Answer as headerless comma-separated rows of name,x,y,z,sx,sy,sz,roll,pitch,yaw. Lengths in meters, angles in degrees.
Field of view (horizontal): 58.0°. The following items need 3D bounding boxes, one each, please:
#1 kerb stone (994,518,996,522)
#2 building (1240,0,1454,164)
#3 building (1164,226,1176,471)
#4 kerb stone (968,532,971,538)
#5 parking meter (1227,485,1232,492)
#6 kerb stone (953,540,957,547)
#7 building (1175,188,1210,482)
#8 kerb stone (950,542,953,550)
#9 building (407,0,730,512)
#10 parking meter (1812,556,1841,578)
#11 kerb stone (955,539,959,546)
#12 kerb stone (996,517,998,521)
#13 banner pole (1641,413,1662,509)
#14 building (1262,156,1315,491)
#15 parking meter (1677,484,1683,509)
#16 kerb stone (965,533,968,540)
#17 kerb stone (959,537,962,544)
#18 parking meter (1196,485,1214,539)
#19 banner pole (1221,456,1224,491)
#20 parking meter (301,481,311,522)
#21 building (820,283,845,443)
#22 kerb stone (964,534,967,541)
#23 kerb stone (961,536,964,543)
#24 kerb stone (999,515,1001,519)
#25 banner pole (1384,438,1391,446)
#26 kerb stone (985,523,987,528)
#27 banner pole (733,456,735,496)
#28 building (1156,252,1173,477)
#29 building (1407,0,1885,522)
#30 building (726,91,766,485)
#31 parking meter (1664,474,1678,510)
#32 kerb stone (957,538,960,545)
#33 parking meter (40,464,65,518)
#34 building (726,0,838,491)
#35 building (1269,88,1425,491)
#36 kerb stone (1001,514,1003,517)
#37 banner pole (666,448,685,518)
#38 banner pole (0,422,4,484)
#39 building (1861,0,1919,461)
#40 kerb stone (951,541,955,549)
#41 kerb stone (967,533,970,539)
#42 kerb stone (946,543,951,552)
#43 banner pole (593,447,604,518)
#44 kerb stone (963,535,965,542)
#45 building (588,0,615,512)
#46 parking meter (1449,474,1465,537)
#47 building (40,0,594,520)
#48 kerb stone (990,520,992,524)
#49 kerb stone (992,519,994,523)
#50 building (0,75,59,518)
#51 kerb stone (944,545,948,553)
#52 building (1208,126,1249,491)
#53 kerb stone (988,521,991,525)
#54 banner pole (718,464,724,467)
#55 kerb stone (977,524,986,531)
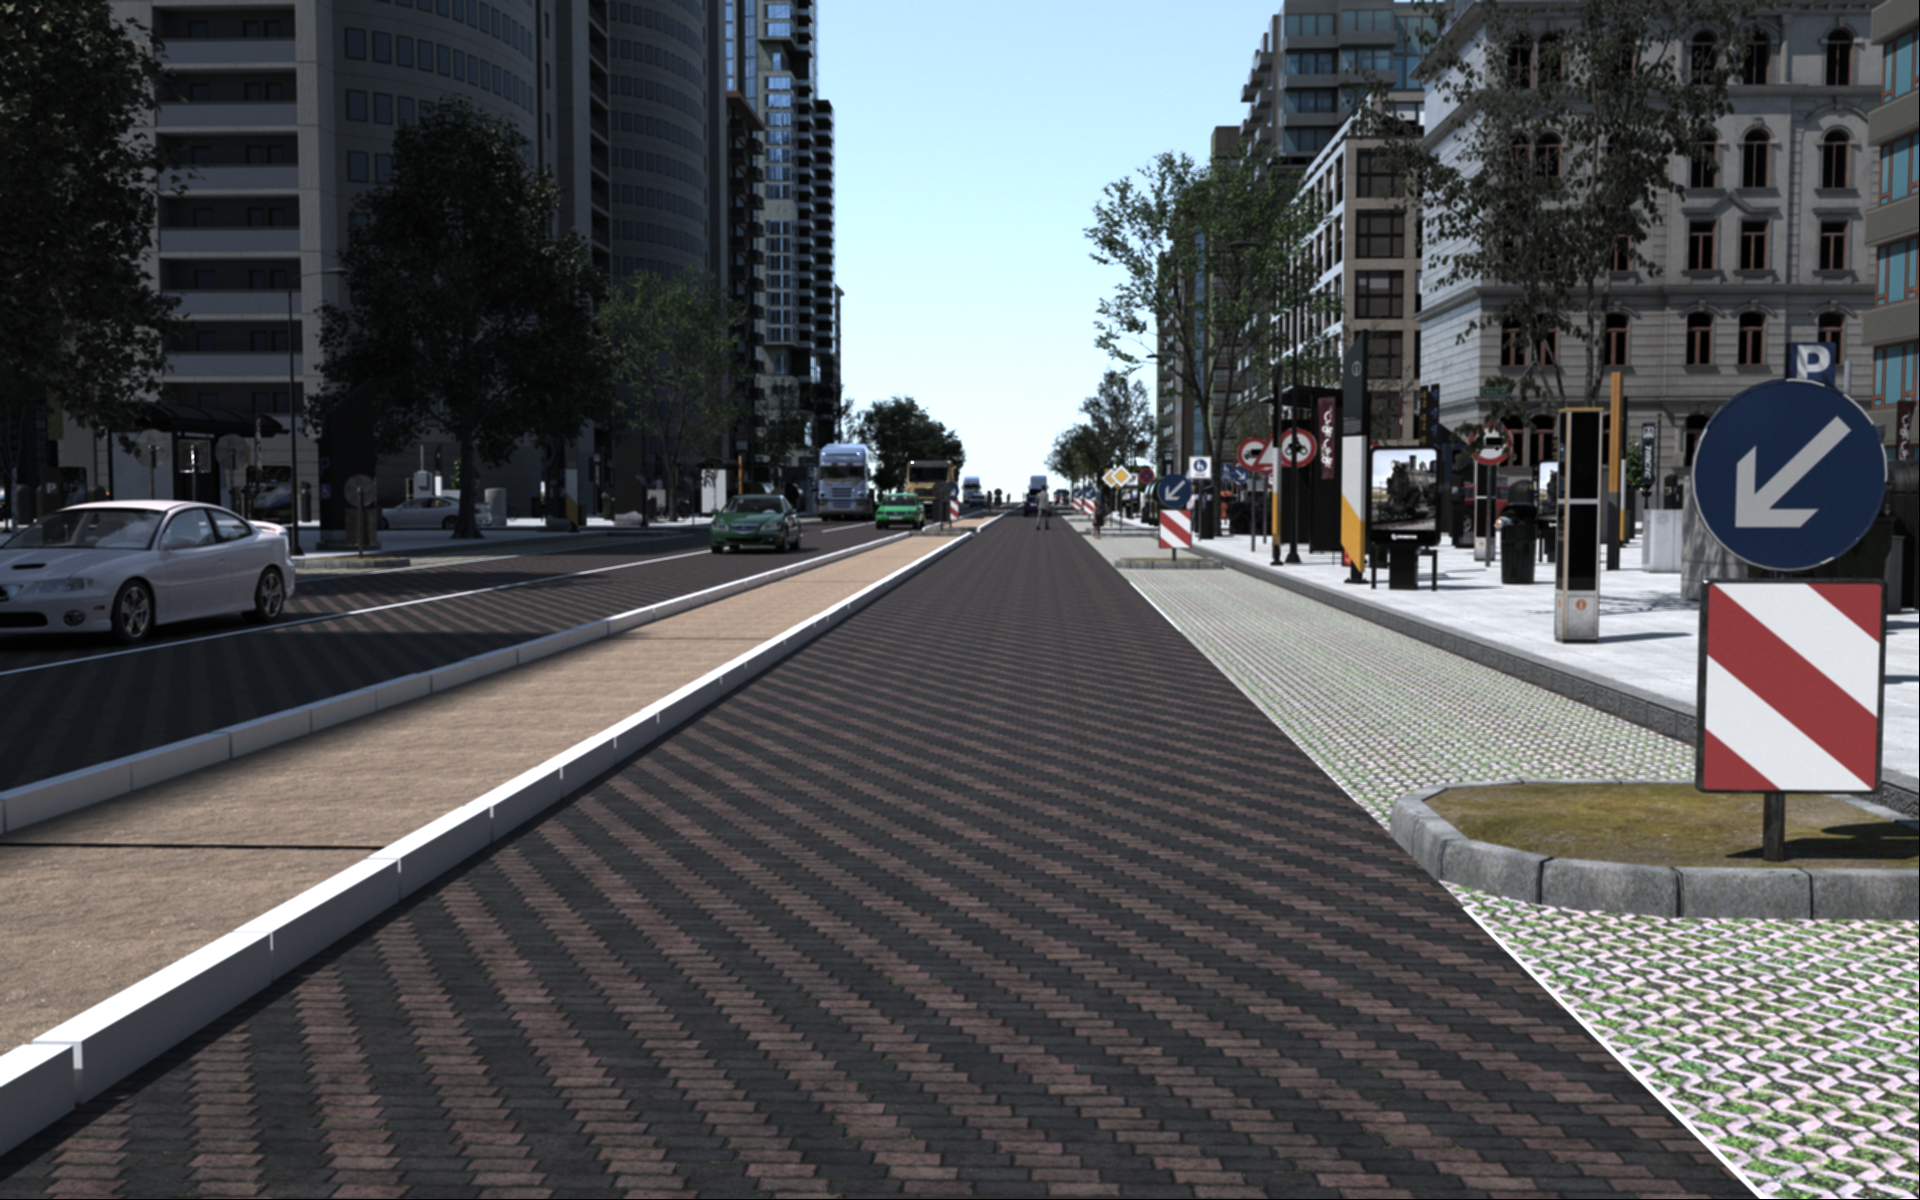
kerb stone,1.569,-3.838,84.945,0.120,0.150,1.000,0,4,3
building,39.791,-33.800,172.242,23.786,49.044,30.456,0,4,3
building,43.631,-39.743,269.413,23.786,49.044,30.456,0,4,3
kerb stone,0.193,-1.991,54.755,0.120,0.150,1.000,0,4,3
parking meter,16.266,-6.065,104.873,0.255,1.863,0.399,-3,5,-43
kerb stone,-0.227,-1.427,45.529,0.120,0.150,1.000,0,4,3
building,38.253,-36.518,247.172,14.600,45.320,14.200,0,4,3
kerb stone,-0.327,-1.301,43.481,0.120,0.150,1.000,0,4,3
building,-33.973,-37.597,156.706,21.231,58.520,28.212,0,4,3
parking meter,7.580,-0.422,15.305,0.372,1.533,0.369,0,3,0
kerb stone,-0.185,-1.490,46.550,0.120,0.150,1.000,0,4,3
kerb stone,1.711,-4.026,88.018,0.120,0.150,1.000,0,4,3
banner pole,21.355,-3.880,53.448,0.401,3.779,0.863,-2,4,-29
building,33.228,-23.179,150.680,14.160,30.474,14.107,0,4,3
parking meter,18.328,-2.166,43.822,0.372,1.533,0.369,0,3,0
kerb stone,0.099,-1.866,52.706,0.120,0.150,1.000,0,4,3
kerb stone,-0.085,-1.615,48.599,0.120,0.150,1.000,0,4,3
parking meter,7.018,-2.490,49.120,0.372,1.533,0.369,0,3,0
banner pole,17.100,-7.547,113.405,0.401,3.779,0.863,3,5,43
parking meter,-29.692,-4.462,78.667,0.399,1.863,0.255,2,4,30
building,-32.537,-36.311,285.562,32.217,40.220,23.993,0,4,3
kerb stone,0.052,-1.804,51.684,0.120,0.150,1.000,0,4,3
kerb stone,-0.043,-1.678,49.636,0.120,0.150,1.000,0,4,3
kerb stone,2.040,-4.464,95.187,0.120,0.150,1.000,0,4,3
banner pole,19.232,-5.382,78.010,0.401,3.779,0.863,3,4,36
kerb stone,0.920,-2.962,70.617,0.120,0.150,1.000,0,4,3
banner pole,-14.973,-7.623,114.655,0.401,3.779,0.863,0,4,2
building,40.099,-37.246,292.565,14.154,41.232,14.086,0,4,3
building,35.292,-18.213,85.178,23.554,28.519,14.401,0,4,3
building,-33.009,-32.491,185.846,22.147,44.769,28.867,0,4,3
parking meter,20.890,-2.766,50.934,0.399,1.863,0.255,-3,5,-45
kerb stone,-0.144,-1.552,47.579,0.120,0.150,1.000,0,4,3
parking meter,-17.968,-1.750,34.326,0.399,1.863,0.255,-1,4,-23
building,-29.059,-57.704,256.124,22.319,86.520,31.000,0,4,3
building,34.022,-19.504,123.401,19.350,26.468,34.151,0,4,3
kerb stone,2.273,-4.775,100.327,0.120,0.150,1.000,0,4,3
banner pole,-15.656,-6.396,94.587,0.863,3.779,0.401,-2,4,-33
banner pole,-29.486,-3.835,52.713,0.401,3.779,0.863,2,4,32
building,35.965,-11.219,28.468,27.650,21.520,28.899,0,4,3
kerb stone,-0.269,-1.364,44.507,0.120,0.150,1.000,0,4,3
kerb stone,0.154,-1.923,53.733,0.120,0.150,1.000,0,4,3
kerb stone,-0.367,-1.239,42.454,0.120,0.150,1.000,0,4,3
banner pole,-19.117,-6.233,91.923,0.401,3.779,0.863,3,5,42
kerb stone,0.004,-1.740,50.663,0.120,0.150,1.000,0,4,3
building,-35.134,-42.244,128.935,20.563,71.187,20.611,0,4,3
parking meter,14.744,-2.793,51.375,0.399,1.863,0.255,3,5,43
building,-34.758,-33.940,96.920,21.231,58.520,28.212,0,4,3
kerb stone,1.243,-3.400,77.778,0.120,0.150,1.000,0,4,3
kerb stone,1.384,-3.587,80.847,0.120,0.150,1.000,0,4,3
building,-65.563,-47.692,92.435,31.000,86.520,22.319,0,4,3
kerb stone,-0.423,-1.176,41.421,0.120,0.150,1.000,0,4,3
building,34.975,-31.290,195.179,14.154,41.232,14.086,0,4,3
kerb stone,1.150,-3.270,75.734,0.120,0.150,1.000,0,4,3
banner pole,-17.098,-8.273,125.284,0.863,3.779,0.401,-1,4,-8
kerb stone,0.864,-2.899,69.597,0.120,0.150,1.000,0,4,3
